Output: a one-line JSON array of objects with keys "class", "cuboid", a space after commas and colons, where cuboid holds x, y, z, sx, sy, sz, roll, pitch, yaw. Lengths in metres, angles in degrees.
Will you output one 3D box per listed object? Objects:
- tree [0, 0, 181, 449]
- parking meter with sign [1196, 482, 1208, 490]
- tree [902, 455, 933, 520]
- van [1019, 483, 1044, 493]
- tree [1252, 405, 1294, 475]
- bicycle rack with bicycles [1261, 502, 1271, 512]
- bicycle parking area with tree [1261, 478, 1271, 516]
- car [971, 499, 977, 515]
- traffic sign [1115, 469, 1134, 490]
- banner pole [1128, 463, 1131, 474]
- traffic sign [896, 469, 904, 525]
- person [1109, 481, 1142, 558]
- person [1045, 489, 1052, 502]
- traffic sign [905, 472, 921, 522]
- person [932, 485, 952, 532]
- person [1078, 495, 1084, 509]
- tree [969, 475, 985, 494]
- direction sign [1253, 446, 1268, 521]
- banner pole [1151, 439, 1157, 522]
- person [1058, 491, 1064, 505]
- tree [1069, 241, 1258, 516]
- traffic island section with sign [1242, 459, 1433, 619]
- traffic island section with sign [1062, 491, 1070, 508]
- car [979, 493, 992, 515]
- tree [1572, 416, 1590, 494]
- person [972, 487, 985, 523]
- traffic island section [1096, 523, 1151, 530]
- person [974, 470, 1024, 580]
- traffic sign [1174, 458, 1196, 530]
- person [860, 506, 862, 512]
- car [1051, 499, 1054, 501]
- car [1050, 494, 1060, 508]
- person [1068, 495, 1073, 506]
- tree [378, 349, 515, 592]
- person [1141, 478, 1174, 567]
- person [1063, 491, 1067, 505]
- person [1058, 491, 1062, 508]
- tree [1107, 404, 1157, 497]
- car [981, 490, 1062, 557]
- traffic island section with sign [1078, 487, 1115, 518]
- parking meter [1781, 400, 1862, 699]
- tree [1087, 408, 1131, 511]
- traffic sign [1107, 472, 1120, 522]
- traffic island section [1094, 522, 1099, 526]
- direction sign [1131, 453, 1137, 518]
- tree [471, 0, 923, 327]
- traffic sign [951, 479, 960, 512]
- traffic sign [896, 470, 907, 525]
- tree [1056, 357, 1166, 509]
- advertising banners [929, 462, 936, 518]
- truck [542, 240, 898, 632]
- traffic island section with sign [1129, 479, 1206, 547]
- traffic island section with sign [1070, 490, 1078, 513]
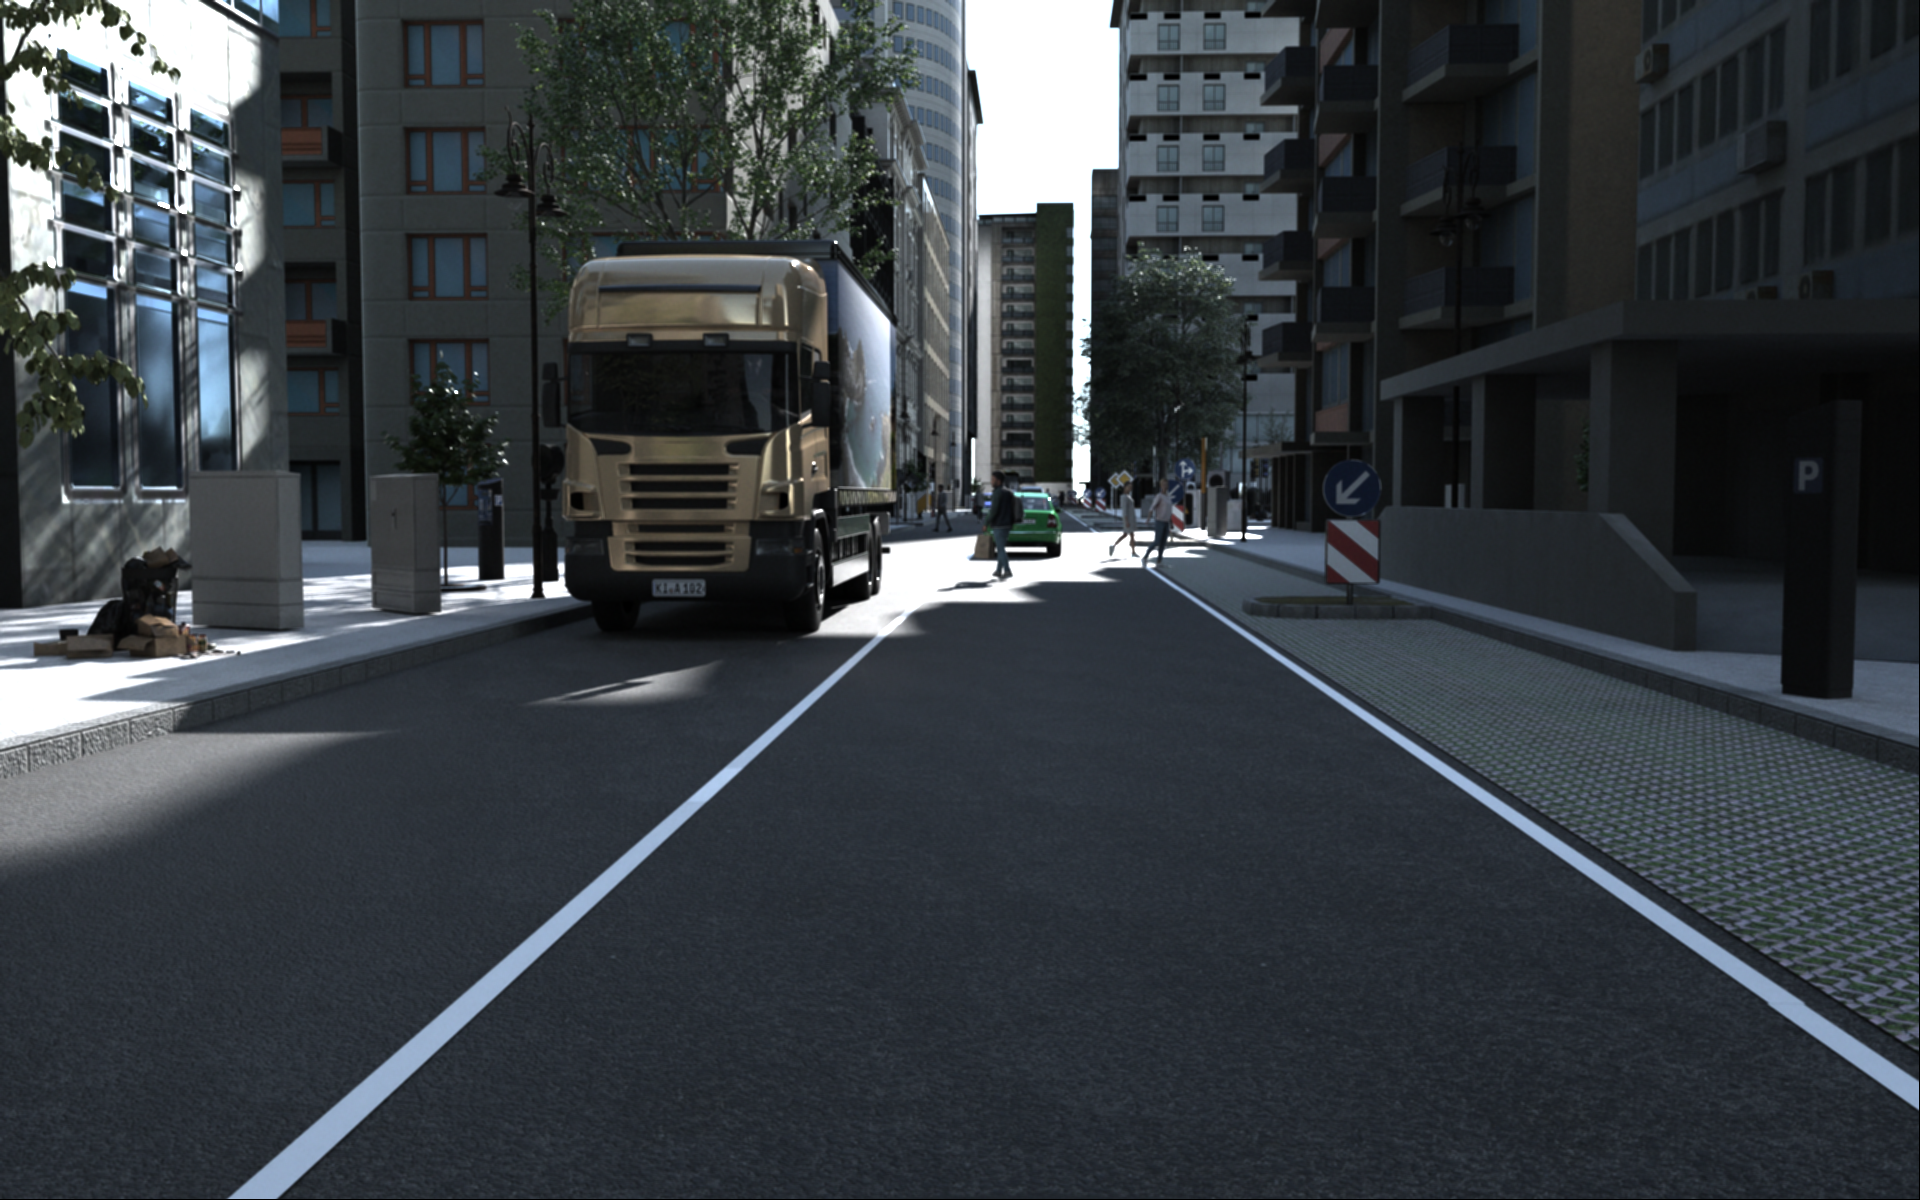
[{"class": "tree", "cuboid": [-5.828, -3.604, 9.283, 4.737, 8.622, 4.395, 0, 3, 0]}, {"class": "parking meter with sign", "cuboid": [15.497, -7.014, 110.946, 1.738, 3.016, 0.543, 3, 5, 41]}, {"class": "tree", "cuboid": [-2.363, -5.489, 84.339, 1.663, 3.219, 1.824, 0, 3, 0]}, {"class": "van", "cuboid": [3.996, -5.490, 96.772, 2.013, 2.044, 4.112, 0, 4, 3]}, {"class": "tree", "cuboid": [26.166, -11.768, 142.772, 4.360, 8.622, 3.978, 0, 3, 0]}, {"class": "bicycle rack with bicycles", "cuboid": [19.500, -6.145, 113.852, 2.925, 0.926, 2.852, 0, 4, 5]}, {"class": "bicycle parking area with tree", "cuboid": [21.143, -7.237, 105.328, 8.231, 4.147, 9.016, 0, 4, 6]}, {"class": "car", "cuboid": [1.886, -6.940, 122.505, 2.155, 1.783, 4.494, 0, 4, 3]}, {"class": "traffic sign", "cuboid": [6.691, -4.088, 70.479, 0.795, 2.450, 0.064, 0, 4, 3]}, {"class": "banner pole", "cuboid": [13.598, -9.172, 139.972, 0.401, 3.779, 0.863, -2, 4, -24]}, {"class": "traffic sign", "cuboid": [-2.583, -4.217, 71.074, 0.606, 2.300, 0.079, 1, 4, 11]}, {"class": "person", "cuboid": [3.738, -1.818, 38.968, 0.760, 1.731, 0.466, -1, 4, -22]}, {"class": "person", "cuboid": [6.472, -7.304, 127.943, 0.581, 1.822, 0.654, 1, 4, 11]}, {"class": "traffic sign", "cuboid": [-2.175, -4.603, 78.900, 0.795, 2.450, 0.064, 0, 4, 3]}, {"class": "person", "cuboid": [-0.664, -3.475, 65.589, 0.850, 1.792, 0.678, -2, 4, -34]}, {"class": "person", "cuboid": [11.634, -9.400, 165.381, 0.799, 1.438, 0.628, 0, 4, 5]}, {"class": "tree", "cuboid": [1.566, -11.001, 174.471, 1.663, 3.219, 1.824, 0, 3, 0]}, {"class": "direction sign", "cuboid": [14.190, -5.491, 81.775, 0.876, 3.537, 0.379, -2, 4, -29]}, {"class": "banner pole", "cuboid": [8.867, -5.431, 78.813, 0.401, 3.779, 0.863, 1, 4, 16]}, {"class": "person", "cuboid": [12.874, -12.910, 219.583, 0.705, 1.823, 1.348, 3, 4, 37]}, {"class": "tree", "cuboid": [10.492, -11.125, 88.542, 9.857, 13.997, 8.962, 0, 3, 0]}, {"class": "traffic island section with sign", "cuboid": [4.425, -0.735, 20.645, 1.989, 1.847, 2.006, 0, 4, 3]}, {"class": "traffic island section with sign", "cuboid": [11.779, -10.492, 180.178, 1.989, 1.847, 2.006, 0, 4, 3]}, {"class": "car", "cuboid": [2.018, -6.217, 111.241, 1.945, 1.707, 3.694, 0, 4, 1]}, {"class": "tree", "cuboid": [13.525, -2.585, 36.874, 1.663, 3.219, 1.824, 0, 3, 0]}, {"class": "person", "cuboid": [0.885, -4.710, 85.698, 0.709, 1.800, 0.728, 0, 4, -4]}, {"class": "traffic island section", "cuboid": [6.715, -2.953, 70.555, 2.009, 0.180, 2.903, 0, 4, 3]}, {"class": "person", "cuboid": [0.635, -1.243, 28.804, 0.794, 1.824, 0.713, -3, 5, -40]}, {"class": "traffic sign", "cuboid": [7.978, -3.757, 61.531, 0.768, 2.556, 0.104, 0, 4, 7]}, {"class": "person", "cuboid": [-4.192, -3.820, 73.547, 0.523, 1.515, 0.503, -2, 4, -34]}, {"class": "car", "cuboid": [5.551, -6.768, 122.453, 2.131, 1.459, 4.920, 0, 4, 4]}, {"class": "car", "cuboid": [8.367, -9.138, 161.413, 2.014, 1.417, 4.499, 0, 4, 5]}, {"class": "person", "cuboid": [12.886, -11.518, 200.038, 0.991, 1.433, 0.599, 2, 4, 25]}, {"class": "tree", "cuboid": [-6.959, -1.736, 22.991, 1.663, 3.219, 1.824, 0, 3, 0]}, {"class": "person", "cuboid": [3.794, -1.503, 33.742, 0.598, 1.740, 0.731, 2, 4, 29]}, {"class": "person", "cuboid": [13.527, -13.338, 226.560, 1.348, 1.826, 0.705, 2, 4, 23]}, {"class": "person", "cuboid": [9.994, -10.072, 173.631, 0.568, 1.767, 0.683, -1, 4, -15]}, {"class": "tree", "cuboid": [12.035, -10.480, 121.711, 4.360, 8.622, 3.978, 0, 3, 0]}, {"class": "car", "cuboid": [1.467, -1.975, 41.086, 1.959, 1.807, 4.718, 0, 4, 1]}, {"class": "traffic island section with sign", "cuboid": [8.223, -5.780, 103.134, 1.989, 1.847, 2.006, 0, 4, 3]}, {"class": "parking meter", "cuboid": [5.452, -0.323, 10.986, 0.255, 1.863, 0.399, -1, 4, -20]}, {"class": "tree", "cuboid": [11.959, -11.210, 133.642, 4.737, 8.622, 4.395, 0, 3, 0]}, {"class": "traffic sign", "cuboid": [7.059, -4.576, 78.456, 0.795, 2.450, 0.064, 0, 4, 3]}, {"class": "traffic island section", "cuboid": [7.083, -3.440, 78.532, 2.009, 0.180, 2.903, 0, 4, 3]}, {"class": "direction sign", "cuboid": [9.435, -6.254, 94.254, 0.379, 3.537, 0.876, 1, 4, 22]}, {"class": "tree", "cuboid": [-4.825, -6.503, 32.077, 9.928, 11.665, 9.643, 0, 3, 0]}, {"class": "traffic sign", "cuboid": [-0.327, -7.237, 120.448, 0.606, 2.300, 0.079, 0, 4, 7]}, {"class": "traffic sign", "cuboid": [-2.542, -4.115, 70.923, 0.795, 2.450, 0.064, 0, 4, 3]}, {"class": "tree", "cuboid": [13.200, -14.525, 147.858, 12.009, 13.543, 11.850, 0, 3, 0]}, {"class": "advertising banners", "cuboid": [-1.514, -6.039, 94.922, 0.090, 3.025, 2.074, 1, 4, 9]}, {"class": "truck", "cuboid": [-2.464, -1.991, 21.467, 2.839, 4.237, 11.283, 0, 4, 3]}, {"class": "traffic island section with sign", "cuboid": [5.666, -2.382, 47.572, 1.989, 1.847, 2.006, 0, 4, 3]}, {"class": "traffic island section with sign", "cuboid": [9.485, -7.468, 130.724, 1.989, 1.847, 2.006, 0, 4, 3]}]
